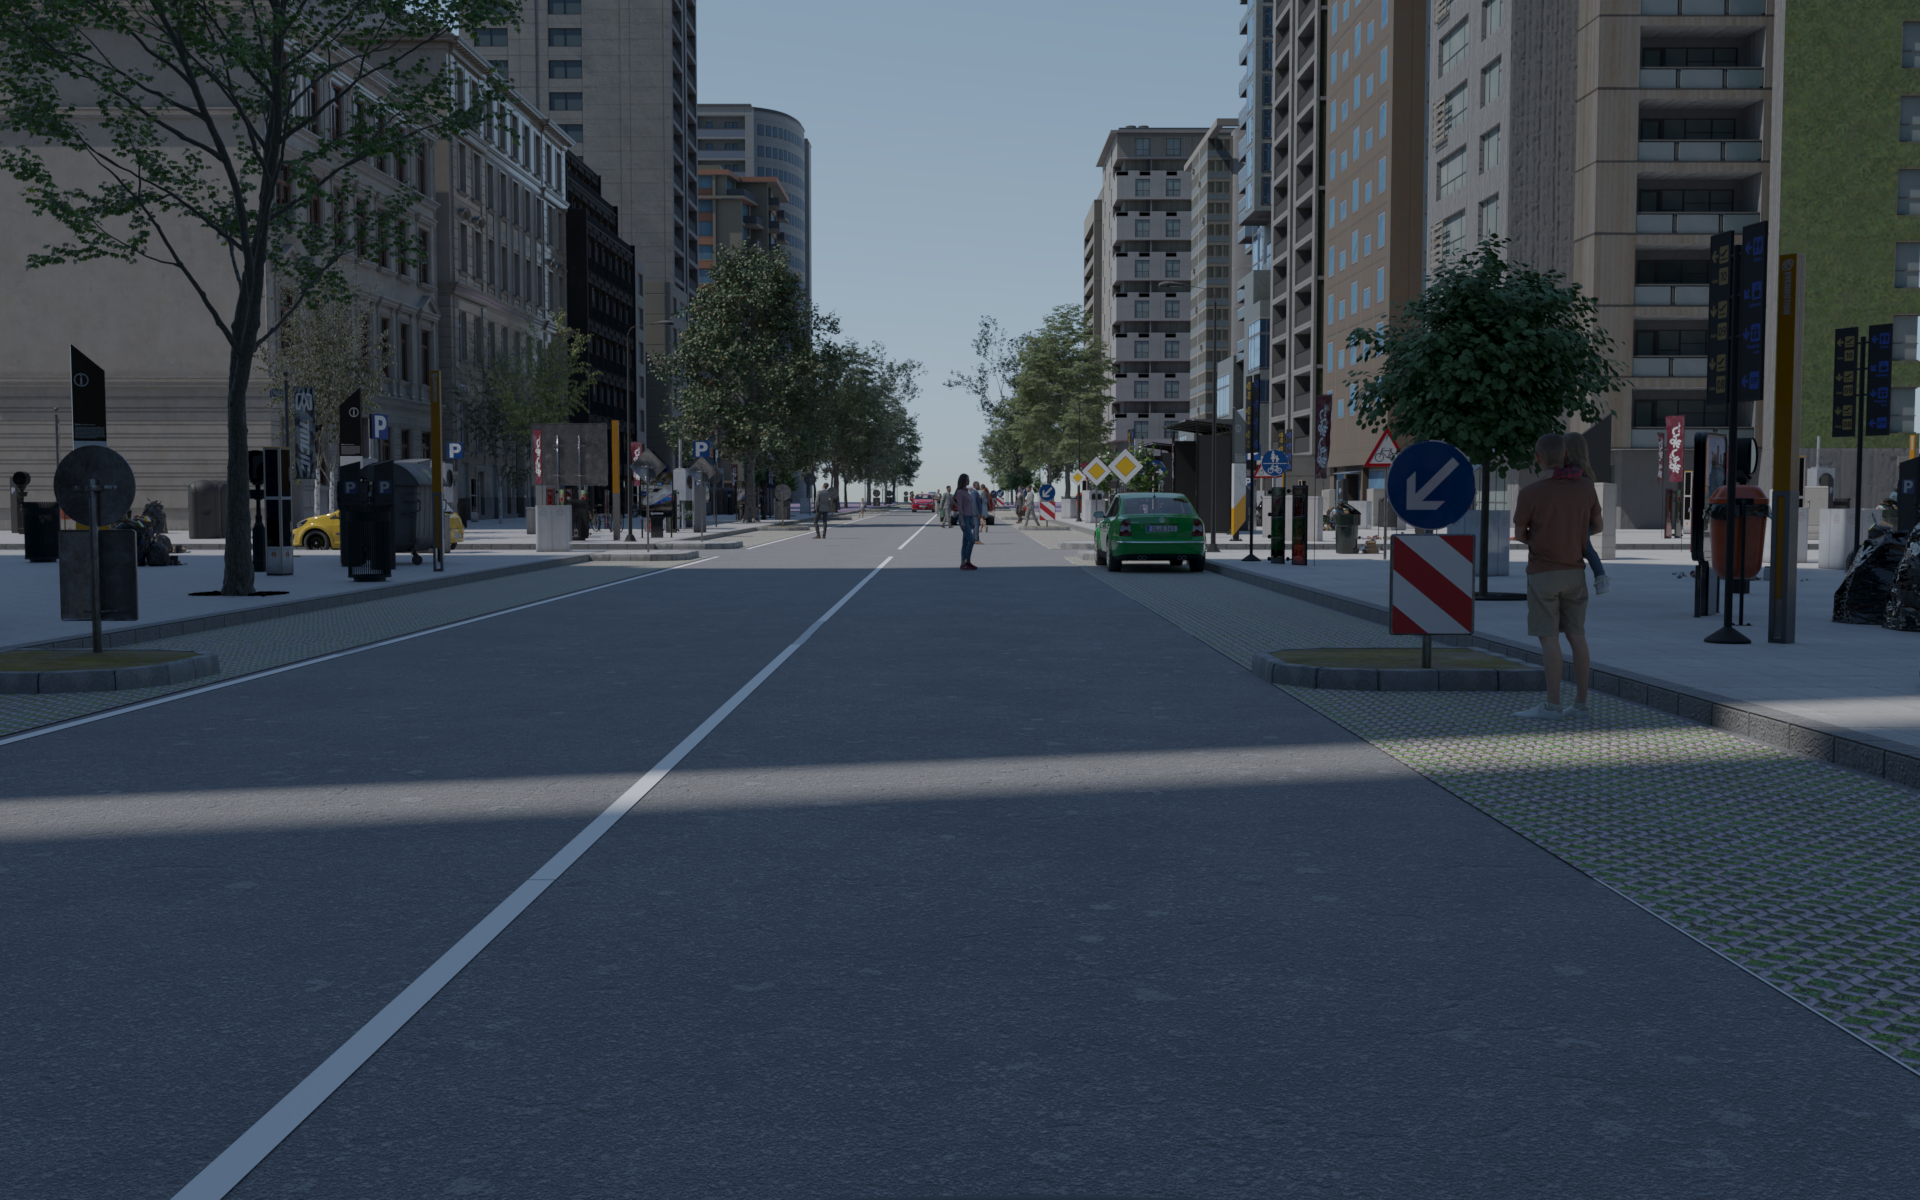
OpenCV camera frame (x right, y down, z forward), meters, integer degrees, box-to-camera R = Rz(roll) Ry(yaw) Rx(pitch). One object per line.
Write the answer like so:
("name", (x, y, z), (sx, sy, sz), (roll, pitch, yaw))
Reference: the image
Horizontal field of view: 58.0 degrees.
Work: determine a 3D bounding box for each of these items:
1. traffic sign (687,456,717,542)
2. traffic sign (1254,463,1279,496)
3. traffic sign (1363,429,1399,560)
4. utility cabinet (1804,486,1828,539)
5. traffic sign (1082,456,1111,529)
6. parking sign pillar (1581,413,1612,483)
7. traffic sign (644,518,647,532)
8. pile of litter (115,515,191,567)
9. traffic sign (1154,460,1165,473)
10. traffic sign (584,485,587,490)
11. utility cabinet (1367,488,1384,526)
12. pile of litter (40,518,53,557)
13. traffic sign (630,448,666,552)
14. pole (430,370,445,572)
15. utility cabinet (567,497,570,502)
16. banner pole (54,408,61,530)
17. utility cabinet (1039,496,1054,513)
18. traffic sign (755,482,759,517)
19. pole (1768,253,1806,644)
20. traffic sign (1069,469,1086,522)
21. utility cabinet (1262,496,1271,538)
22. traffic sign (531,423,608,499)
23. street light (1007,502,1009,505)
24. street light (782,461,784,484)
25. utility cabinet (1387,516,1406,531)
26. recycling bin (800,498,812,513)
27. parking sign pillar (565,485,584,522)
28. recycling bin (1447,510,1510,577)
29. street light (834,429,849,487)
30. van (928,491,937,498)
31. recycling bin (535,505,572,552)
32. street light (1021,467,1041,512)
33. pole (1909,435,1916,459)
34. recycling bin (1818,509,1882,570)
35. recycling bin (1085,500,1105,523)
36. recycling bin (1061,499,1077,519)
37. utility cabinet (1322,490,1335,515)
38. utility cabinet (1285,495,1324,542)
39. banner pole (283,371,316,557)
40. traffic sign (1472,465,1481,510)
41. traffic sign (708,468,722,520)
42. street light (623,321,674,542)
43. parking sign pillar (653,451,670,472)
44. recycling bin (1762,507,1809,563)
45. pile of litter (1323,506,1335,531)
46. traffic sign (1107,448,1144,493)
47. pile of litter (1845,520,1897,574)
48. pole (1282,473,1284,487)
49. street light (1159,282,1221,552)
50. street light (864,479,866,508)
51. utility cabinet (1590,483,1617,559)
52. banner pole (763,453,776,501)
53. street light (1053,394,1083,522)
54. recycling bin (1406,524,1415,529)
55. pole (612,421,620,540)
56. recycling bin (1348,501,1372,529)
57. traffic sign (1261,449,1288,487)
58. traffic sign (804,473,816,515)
("traffic sign", (-6.869, -2.595, 46.071), (0.795, 2.450, 0.064), (0, 3, 0))
("traffic sign", (10.177, -3.532, 57.746), (0.884, 2.594, 0.081), (0, 4, 8))
("traffic sign", (8.315, -2.068, 33.814), (0.884, 2.594, 0.081), (0, 4, 6))
("utility cabinet", (23.658, -2.438, 48.544), (1.173, 1.500, 0.318), (2, 4, 23))
("traffic sign", (3.626, -2.594, 46.057), (0.795, 2.450, 0.064), (0, 3, 0))
("parking sign pillar", (20.989, -4.237, 57.748), (1.447, 3.967, 1.447), (-1, 4, -12))
("traffic sign", (-10.683, -3.587, 58.748), (0.768, 2.556, 0.104), (0, 4, 2))
("pile of litter", (-14.764, -1.035, 30.894), (1.719, 0.858, 1.176), (-1, 4, -9))
("traffic sign", (7.312, -3.967, 64.964), (0.768, 2.556, 0.104), (0, 4, 2))
("traffic sign", (-11.910, -3.362, 55.072), (0.768, 2.556, 0.104), (0, 4, 6))
("utility cabinet", (16.457, -3.657, 68.479), (0.318, 1.500, 1.173), (3, 4, 38))
("pile of litter", (-18.242, -1.294, 35.120), (1.176, 0.858, 1.719), (-1, 4, -23))
("traffic sign", (-6.863, -2.107, 38.086), (0.795, 2.450, 0.064), (0, 3, 0))
("pole", (-8.649, -2.129, 28.649), (0.158, 3.312, 0.155), (0, 3, 0))
("utility cabinet", (-11.698, -2.457, 51.338), (0.306, 1.237, 1.020), (-1, 4, -14))
("banner pole", (-26.209, -3.692, 50.387), (0.401, 3.779, 0.863), (-1, 4, -20))
("utility cabinet", (5.800, -6.415, 116.042), (1.020, 1.237, 0.306), (-1, 4, -18))
("traffic sign", (-11.069, -5.804, 94.896), (0.884, 2.594, 0.081), (0, 4, 7))
("pole", (7.079, -1.283, 14.828), (0.158, 3.312, 0.155), (0, 3, 0))
("traffic sign", (5.392, -4.781, 79.350), (0.795, 2.450, 0.064), (1, 4, 9))
("utility cabinet", (9.340, -2.411, 50.576), (1.020, 1.237, 0.306), (3, 5, 43))
("traffic sign", (-11.268, -3.428, 49.920), (2.265, 3.308, 0.079), (0, 4, 6))
("street light", (5.050, -11.306, 157.391), (1.470, 5.913, 1.316), (0, 3, 0))
("street light", (-8.331, -6.991, 86.840), (1.470, 5.913, 1.316), (0, 3, 0))
("utility cabinet", (15.386, -3.060, 61.190), (0.306, 1.237, 1.020), (3, 5, 44))
("recycling bin", (-10.216, -6.249, 114.730), (0.722, 1.027, 0.722), (0, 4, -1))
("parking sign pillar", (-17.514, -5.521, 78.747), (1.447, 3.967, 1.447), (1, 4, 12))
("recycling bin", (8.161, -0.900, 27.277), (0.722, 1.027, 0.722), (-3, 5, -39))
("street light", (-8.331, -9.168, 122.445), (1.470, 5.913, 1.316), (0, 3, 0))
("van", (-4.391, -16.331, 274.027), (2.013, 2.044, 4.112), (0, 4, 2))
("recycling bin", (-9.062, -1.596, 38.655), (0.722, 1.027, 0.722), (0, 4, -7))
("street light", (5.042, -9.073, 120.890), (1.470, 5.913, 1.316), (0, 3, 0))
("pole", (32.878, -4.036, 59.835), (0.158, 3.312, 0.155), (0, 3, 0))
("recycling bin", (15.210, -1.043, 29.603), (0.722, 1.027, 0.722), (0, 4, -5))
("recycling bin", (5.961, -3.906, 76.412), (0.722, 1.027, 0.722), (-1, 4, -14))
("recycling bin", (5.817, -4.802, 91.068), (0.722, 1.027, 0.722), (-3, 5, -40))
("utility cabinet", (17.902, -4.621, 84.235), (0.318, 1.500, 1.173), (0, 4, -6))
("utility cabinet", (9.355, -2.198, 47.094), (1.020, 1.237, 0.306), (3, 5, 40))
("banner pole", (-13.533, -2.778, 35.430), (0.401, 3.779, 0.863), (3, 4, 38))
("traffic sign", (8.519, -1.686, 28.749), (0.795, 2.450, 0.064), (0, 4, 4))
("traffic sign", (-12.007, -5.161, 84.483), (0.768, 2.556, 0.104), (0, 4, 8))
("street light", (-8.350, -4.526, 46.534), (1.470, 5.913, 1.316), (0, 3, 0))
("parking sign pillar", (-18.673, -7.345, 108.566), (1.447, 3.967, 1.447), (2, 4, 29))
("recycling bin", (15.372, -1.218, 32.463), (0.722, 1.027, 0.722), (0, 4, -4))
("pile of litter", (12.810, -2.859, 60.709), (1.719, 0.858, 1.176), (-3, 4, -36))
("traffic sign", (3.631, -2.106, 38.072), (0.795, 2.450, 0.064), (0, 3, 0))
("pile of litter", (15.128, -0.859, 28.015), (1.719, 0.858, 1.176), (0, 4, 3))
("pole", (19.242, -6.699, 103.378), (0.158, 3.312, 0.155), (0, 3, 0))
("street light", (5.041, -4.005, 38.023), (1.470, 5.913, 1.316), (0, 3, 0))
("street light", (-8.381, -11.634, 162.751), (1.470, 5.913, 1.316), (0, 3, 0))
("utility cabinet", (12.514, -1.561, 34.201), (0.318, 1.500, 1.173), (-1, 4, -10))
("banner pole", (-9.752, -5.993, 87.998), (0.863, 3.779, 0.401), (1, 4, 13))
("street light", (4.988, -6.588, 80.253), (1.470, 5.913, 1.316), (0, 3, 0))
("recycling bin", (16.577, -3.153, 64.109), (0.722, 1.027, 0.722), (2, 4, 23))
("pole", (-9.548, -3.318, 48.093), (0.158, 3.312, 0.155), (0, 3, 0))
("recycling bin", (14.576, -3.094, 63.140), (0.722, 1.027, 0.722), (2, 4, 26))
("traffic sign", (8.954, -3.011, 49.332), (0.768, 2.556, 0.104), (0, 4, 6))
("traffic sign", (-9.014, -6.357, 104.042), (0.768, 2.556, 0.104), (0, 4, 4))
